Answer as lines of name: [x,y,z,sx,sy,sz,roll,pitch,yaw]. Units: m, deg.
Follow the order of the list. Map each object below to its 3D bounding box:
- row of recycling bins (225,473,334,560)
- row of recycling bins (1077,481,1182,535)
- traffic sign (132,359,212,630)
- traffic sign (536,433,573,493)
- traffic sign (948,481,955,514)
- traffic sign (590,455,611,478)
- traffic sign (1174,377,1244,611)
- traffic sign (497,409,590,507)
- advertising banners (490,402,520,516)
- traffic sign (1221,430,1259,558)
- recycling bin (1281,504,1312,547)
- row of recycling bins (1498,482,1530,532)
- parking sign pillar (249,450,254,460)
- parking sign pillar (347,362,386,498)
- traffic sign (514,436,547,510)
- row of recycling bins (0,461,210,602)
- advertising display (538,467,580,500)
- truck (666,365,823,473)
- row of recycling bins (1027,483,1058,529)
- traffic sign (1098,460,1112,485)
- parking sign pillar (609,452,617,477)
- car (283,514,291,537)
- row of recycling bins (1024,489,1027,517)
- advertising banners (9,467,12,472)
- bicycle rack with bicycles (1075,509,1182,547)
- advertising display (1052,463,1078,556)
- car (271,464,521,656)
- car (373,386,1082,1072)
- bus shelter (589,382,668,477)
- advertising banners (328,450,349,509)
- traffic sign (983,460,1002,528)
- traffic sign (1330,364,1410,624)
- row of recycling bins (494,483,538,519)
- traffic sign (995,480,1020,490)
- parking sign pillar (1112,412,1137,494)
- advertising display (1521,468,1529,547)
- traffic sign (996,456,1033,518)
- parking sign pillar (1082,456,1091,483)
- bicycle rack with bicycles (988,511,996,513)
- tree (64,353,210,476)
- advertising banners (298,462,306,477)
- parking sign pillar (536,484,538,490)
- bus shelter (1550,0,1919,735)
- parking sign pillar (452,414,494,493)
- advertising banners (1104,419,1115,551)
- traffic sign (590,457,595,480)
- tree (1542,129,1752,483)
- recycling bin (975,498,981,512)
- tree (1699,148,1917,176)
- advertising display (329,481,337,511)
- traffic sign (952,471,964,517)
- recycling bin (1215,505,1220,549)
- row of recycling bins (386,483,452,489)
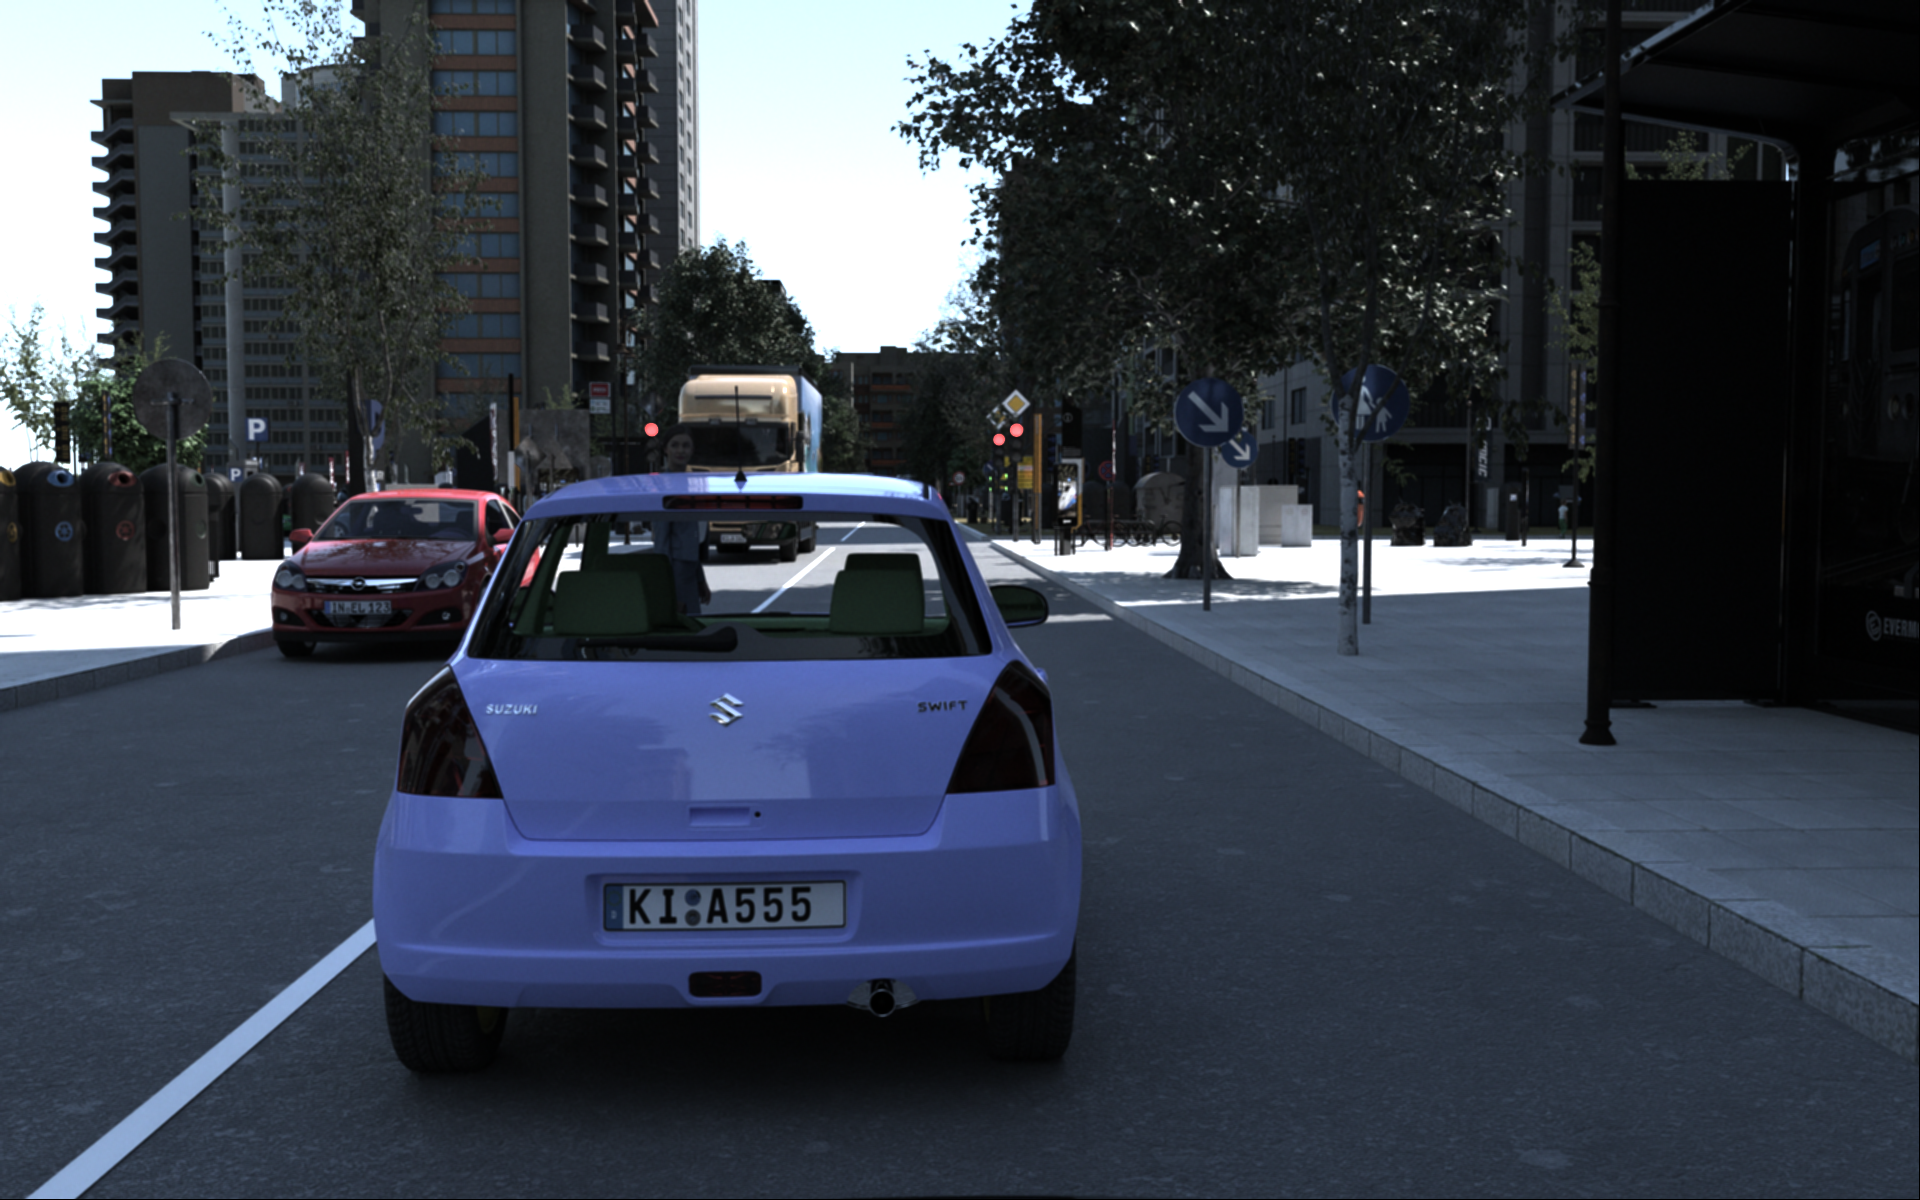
row of recycling bins: [-14.099,-1.639,33.918,3.534,1.692,1.069,-1,4,-12]
row of recycling bins: [5.470,-2.943,55.231,3.534,1.692,1.069,-1,4,-20]
traffic sign: [-7.416,-0.991,16.314,0.768,2.556,0.104,0,4,3]
traffic sign: [-8.645,-2.245,36.702,0.884,2.594,0.081,0,4,0]
traffic sign: [-0.326,-6.725,109.964,0.884,2.594,0.081,0,4,6]
traffic sign: [-11.805,-3.464,56.742,0.768,2.556,0.104,0,4,3]
traffic sign: [2.719,-1.156,19.000,0.768,2.556,0.104,0,4,1]
traffic sign: [-10.017,-2.924,41.683,2.265,3.308,0.079,0,4,5]
advertising banners: [-8.561,-2.223,32.540,0.090,3.025,2.074,-2,4,-27]
traffic sign: [5.555,-2.107,34.554,0.768,2.556,0.104,0,3,0]
recycling bin: [8.185,-1.806,42.082,0.722,1.027,0.722,1,4,11]
row of recycling bins: [18.995,-3.203,59.481,1.069,1.692,3.534,1,4,17]
parking sign pillar: [-42.732,-7.072,104.093,1.447,3.967,1.447,-1,4,-11]
parking sign pillar: [-12.335,-2.910,36.044,1.447,3.967,1.447,0,4,-4]
traffic sign: [-8.616,-2.040,34.541,0.795,2.450,0.064,0,4,4]
row of recycling bins: [-11.191,-0.907,21.949,1.069,1.692,3.534,2,4,28]
advertising display: [-9.556,-2.206,41.283,0.974,1.923,0.123,-2,4,-26]
truck: [-4.712,-3.126,40.026,2.839,4.237,11.283,0,4,-1]
row of recycling bins: [4.371,-3.432,63.230,3.534,1.692,1.069,2,4,29]
traffic sign: [5.597,-3.995,65.425,0.768,2.556,0.104,0,4,0]
parking sign pillar: [-20.418,-6.949,102.093,1.447,3.967,1.447,-3,5,-41]
car: [-21.402,-2.498,49.643,4.718,1.807,1.959,0,4,-4]
row of recycling bins: [4.310,-5.463,96.431,1.069,1.692,3.534,-1,4,-22]
advertising banners: [-61.274,-7.038,111.263,2.074,3.025,0.090,3,5,40]
bicycle rack with bicycles: [4.083,-1.806,42.910,2.925,0.926,2.852,0,4,6]
advertising display: [2.200,-1.896,36.205,0.123,1.923,0.974,2,4,29]
car: [-5.200,-0.467,16.679,2.155,1.783,4.494,0,4,-4]
car: [-0.635,0.242,5.638,1.945,1.707,3.694,0,4,-4]
bus shelter: [-12.268,-5.328,64.743,2.179,5.291,8.768,0,4,-2]
advertising banners: [-24.415,-4.401,68.143,0.090,3.025,2.074,1,4,10]
traffic sign: [1.234,-3.943,64.580,0.768,2.556,0.104,0,4,0]
traffic sign: [4.022,-1.037,17.060,0.768,2.556,0.104,0,4,7]
row of recycling bins: [-15.551,-3.278,60.716,3.534,1.692,1.069,1,4,13]
traffic sign: [2.946,-7.325,113.629,2.265,3.308,0.079,0,4,2]
parking sign pillar: [5.450,-4.224,57.529,1.447,3.967,1.447,-1,4,-13]
advertising display: [13.920,-2.291,42.669,0.123,1.923,0.974,1,4,20]
traffic sign: [3.021,-5.983,91.693,2.265,3.308,0.079,0,4,3]
parking sign pillar: [7.110,-6.836,100.244,1.447,3.967,1.447,2,4,28]
bicycle rack with bicycles: [3.216,-6.260,115.734,2.852,0.926,2.925,1,4,22]
tree: [-19.255,-3.489,40.752,4.285,4.588,4.351,0,3,0]
advertising banners: [-36.634,-6.043,94.983,2.074,3.025,0.090,2,4,25]
parking sign pillar: [-26.144,-7.216,106.453,1.447,3.967,1.447,-3,5,-45]
bus shelter: [4.474,-0.983,7.357,1.731,3.624,6.357,0,4,-2]
parking sign pillar: [-15.993,-4.184,56.874,1.447,3.967,1.447,-3,5,-41]
advertising banners: [3.449,-2.657,39.631,0.090,3.025,2.074,1,4,10]
traffic sign: [-12.765,-3.653,59.837,0.768,2.556,0.104,0,4,5]
tree: [13.823,-5.162,34.754,4.737,8.622,4.395,0,3,0]
recycling bin: [1.113,-7.022,127.363,0.722,1.027,0.722,1,4,13]
tree: [14.604,-4.795,28.763,4.360,8.622,3.978,0,3,0]
advertising display: [-31.873,-5.039,87.605,0.123,1.923,0.974,1,4,20]
traffic sign: [-0.037,-5.915,96.818,0.768,2.556,0.104,0,4,6]
recycling bin: [6.256,-1.728,40.802,0.722,1.027,0.722,2,4,33]
row of recycling bins: [-19.857,-3.429,63.180,3.534,1.692,1.069,1,4,22]
